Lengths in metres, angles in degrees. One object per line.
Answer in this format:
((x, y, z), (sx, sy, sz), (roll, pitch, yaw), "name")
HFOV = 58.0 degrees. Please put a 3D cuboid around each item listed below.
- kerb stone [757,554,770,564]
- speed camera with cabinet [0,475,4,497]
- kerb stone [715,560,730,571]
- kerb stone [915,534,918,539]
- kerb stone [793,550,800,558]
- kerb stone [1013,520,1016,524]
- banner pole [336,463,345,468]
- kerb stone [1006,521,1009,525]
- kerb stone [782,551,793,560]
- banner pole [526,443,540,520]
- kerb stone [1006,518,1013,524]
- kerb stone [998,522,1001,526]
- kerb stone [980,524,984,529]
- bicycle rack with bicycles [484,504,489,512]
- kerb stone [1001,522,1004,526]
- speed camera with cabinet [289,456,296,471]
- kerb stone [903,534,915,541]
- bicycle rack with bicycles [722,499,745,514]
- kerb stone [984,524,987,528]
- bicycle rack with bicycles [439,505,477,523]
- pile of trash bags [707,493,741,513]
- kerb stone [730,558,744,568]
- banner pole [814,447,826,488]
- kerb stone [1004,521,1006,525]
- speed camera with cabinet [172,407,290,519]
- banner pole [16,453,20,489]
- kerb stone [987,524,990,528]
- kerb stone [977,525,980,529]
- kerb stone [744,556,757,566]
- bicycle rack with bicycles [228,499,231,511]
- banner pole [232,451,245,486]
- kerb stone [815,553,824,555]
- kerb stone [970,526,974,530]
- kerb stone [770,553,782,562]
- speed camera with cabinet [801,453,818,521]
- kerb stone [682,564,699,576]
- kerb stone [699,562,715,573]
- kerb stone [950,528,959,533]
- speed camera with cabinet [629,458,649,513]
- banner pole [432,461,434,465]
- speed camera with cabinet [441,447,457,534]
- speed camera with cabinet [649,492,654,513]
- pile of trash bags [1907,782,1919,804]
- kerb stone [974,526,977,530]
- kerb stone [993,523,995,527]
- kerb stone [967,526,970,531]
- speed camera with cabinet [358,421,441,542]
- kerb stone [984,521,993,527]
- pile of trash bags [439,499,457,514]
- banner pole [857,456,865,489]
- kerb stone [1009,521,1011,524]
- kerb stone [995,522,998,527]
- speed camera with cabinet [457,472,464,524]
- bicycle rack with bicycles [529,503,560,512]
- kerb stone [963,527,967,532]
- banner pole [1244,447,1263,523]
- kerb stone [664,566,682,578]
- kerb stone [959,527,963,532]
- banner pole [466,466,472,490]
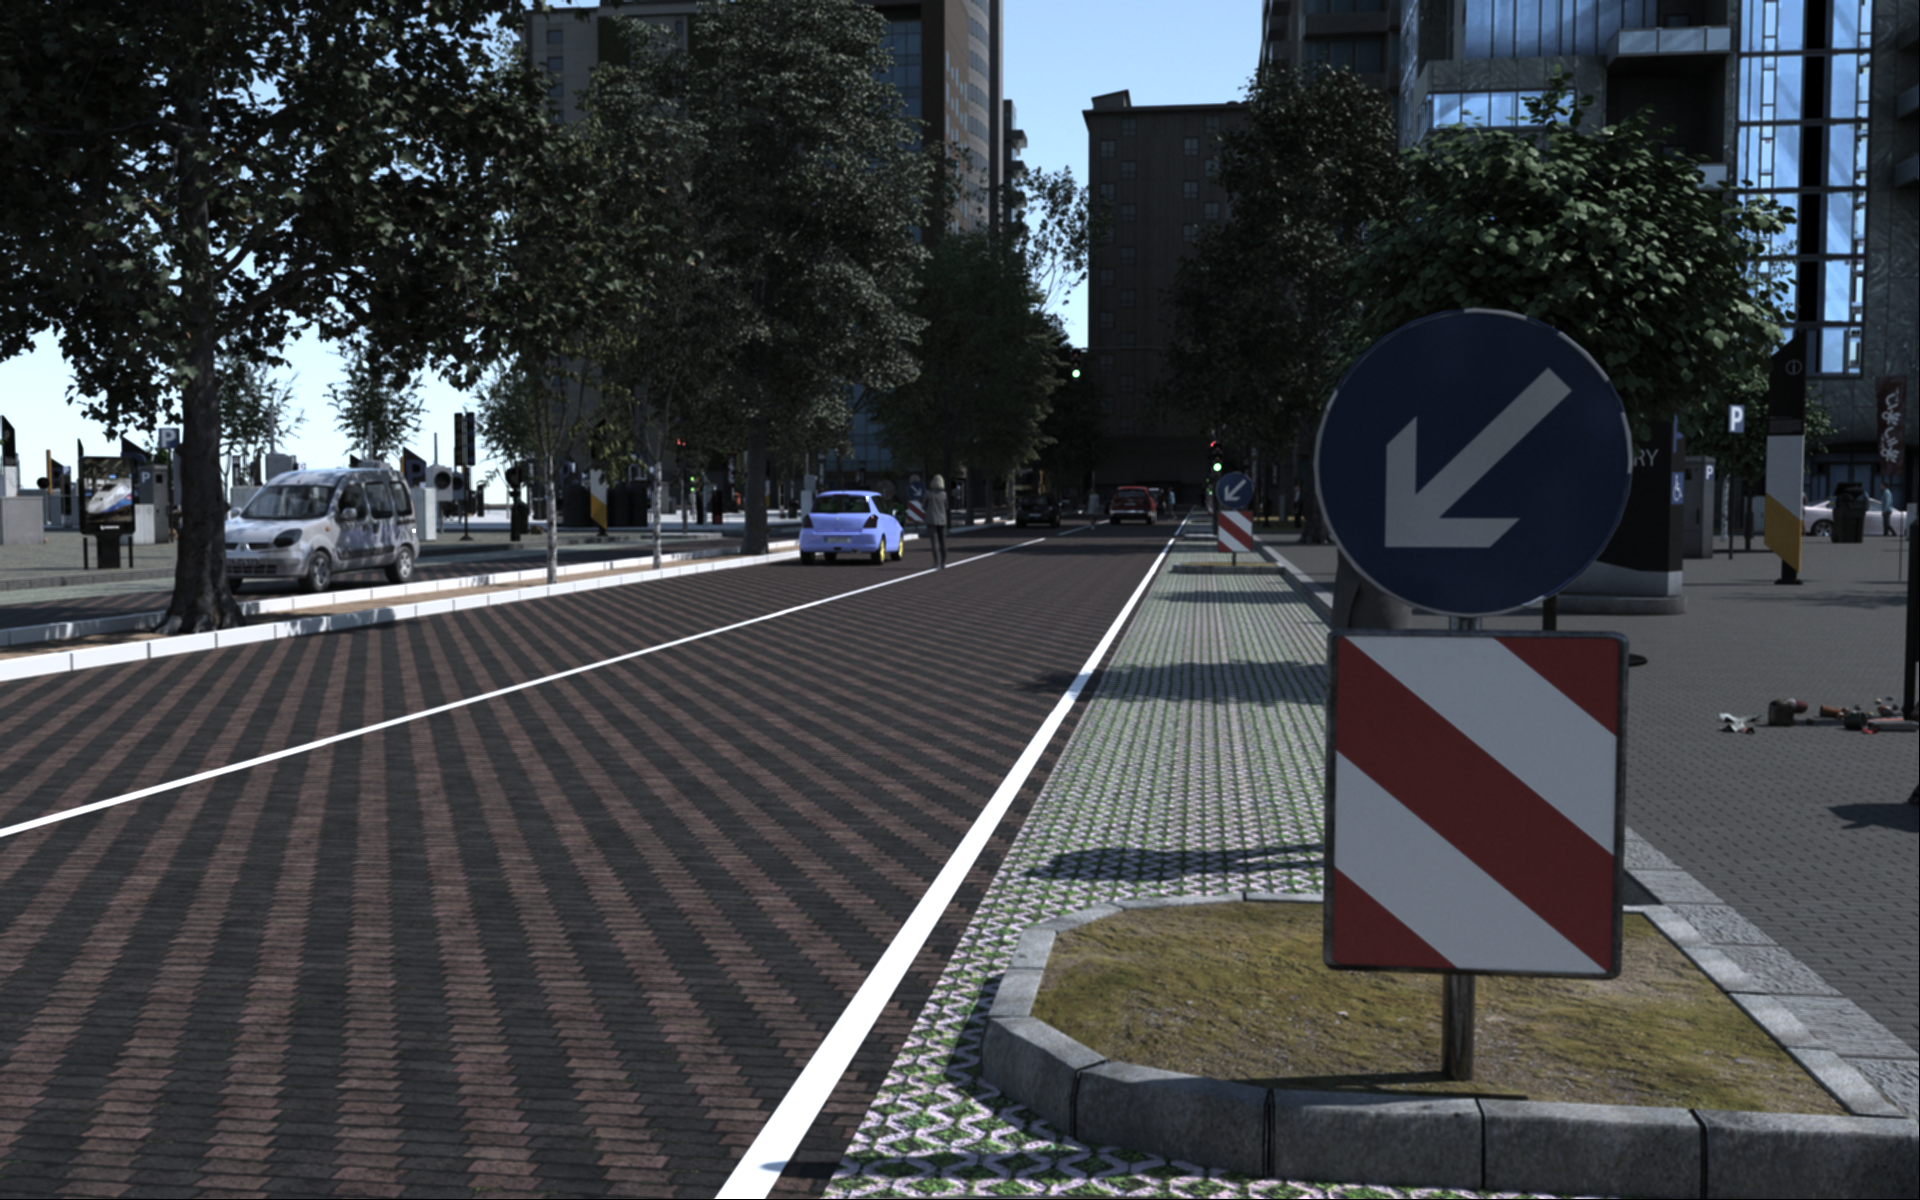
((-4.170, -0.828, 35.844), (0.120, 0.150, 1.000), (0, 4, 8), "kerb stone")
((-45.021, -5.409, 82.777), (0.660, 3.252, 2.038), (1, 4, 21), "speed camera with cabinet")
((-4.591, -0.644, 32.807), (0.120, 0.150, 1.000), (0, 4, 8), "kerb stone")
((-1.469, -2.013, 55.110), (0.120, 0.150, 1.000), (0, 4, 8), "kerb stone")
((-3.750, -1.018, 38.883), (0.120, 0.150, 1.000), (0, 4, 8), "kerb stone")
((2.444, -3.723, 83.071), (0.120, 0.150, 1.000), (0, 4, 8), "kerb stone")
((-50.238, -9.214, 140.659), (0.863, 3.779, 0.401), (-1, 4, -22), "banner pole")
((2.015, -3.537, 80.028), (0.120, 0.150, 1.000), (0, 4, 8), "kerb stone")
((-3.887, -0.955, 37.871), (0.120, 0.150, 1.000), (0, 4, 8), "kerb stone")
((-20.768, -5.779, 84.508), (0.863, 3.779, 0.401), (-2, 4, -29), "banner pole")
((2.302, -3.661, 82.058), (0.120, 0.150, 1.000), (0, 4, 8), "kerb stone")
((1.592, -3.351, 76.991), (0.120, 0.150, 1.000), (0, 4, 8), "kerb stone")
((0.738, -2.970, 70.903), (0.120, 0.150, 1.000), (0, 4, 8), "kerb stone")
((-34.085, -6.561, 120.653), (2.852, 0.926, 2.925), (-2, 4, -34), "bicycle rack with bicycles")
((1.731, -3.413, 78.004), (0.120, 0.150, 1.000), (0, 4, 8), "kerb stone")
((-15.307, -2.726, 38.904), (0.660, 3.252, 2.038), (-1, 4, -16), "speed camera with cabinet")
((-1.620, -1.950, 54.099), (0.120, 0.150, 1.000), (0, 4, 8), "kerb stone")
((-14.406, -6.181, 114.443), (2.925, 0.926, 2.852), (-1, 4, -20), "bicycle rack with bicycles")
((0.875, -3.035, 71.917), (0.120, 0.150, 1.000), (0, 4, 8), "kerb stone")
((-23.982, -4.008, 78.916), (2.925, 0.926, 2.852), (1, 4, 13), "bicycle rack with bicycles")
((-16.110, -6.715, 119.548), (1.912, 1.369, 3.447), (1, 4, 23), "pile of trash bags")
((-4.454, -0.711, 33.819), (0.120, 0.150, 1.000), (0, 4, 8), "kerb stone")
((-6.900, -5.794, 84.746), (0.863, 3.779, 0.401), (2, 4, 28), "banner pole")
((1.865, -3.475, 79.017), (0.120, 0.150, 1.000), (0, 4, 8), "kerb stone")
((-14.783, -2.491, 35.066), (2.038, 3.252, 0.660), (-1, 4, -14), "speed camera with cabinet")
((-60.891, -7.443, 111.714), (0.863, 3.779, 0.401), (2, 4, 23), "banner pole")
((1.029, -3.103, 72.934), (0.120, 0.150, 1.000), (0, 4, 8), "kerb stone")
((0.592, -2.916, 69.877), (0.120, 0.150, 1.000), (0, 4, 8), "kerb stone")
((-4.312, -0.773, 34.831), (0.120, 0.150, 1.000), (0, 4, 8), "kerb stone")
((-54.306, -7.100, 129.462), (2.852, 0.926, 2.925), (0, 4, 5), "bicycle rack with bicycles")
((-40.938, -6.632, 98.448), (0.863, 3.779, 0.401), (-3, 4, -36), "banner pole")
((-3.321, -1.202, 41.920), (0.120, 0.150, 1.000), (0, 4, 8), "kerb stone")
((0.308, -2.792, 67.853), (0.120, 0.150, 1.000), (0, 4, 8), "kerb stone")
((-4.025, -0.897, 36.858), (0.120, 0.150, 1.000), (0, 4, 8), "kerb stone")
((-7.184, -5.401, 82.639), (0.660, 3.252, 2.038), (0, 4, 2), "speed camera with cabinet")
((-4.884, -0.524, 30.767), (0.120, 0.150, 1.000), (0, 4, 8), "kerb stone")
((-4.738, -0.586, 31.778), (0.120, 0.150, 1.000), (0, 4, 8), "kerb stone")
((-0.258, -2.543, 63.778), (0.120, 0.150, 1.000), (0, 4, 8), "kerb stone")
((-18.275, -6.155, 94.973), (2.038, 3.252, 0.660), (-1, 4, -9), "speed camera with cabinet")
((-39.162, -8.534, 129.545), (0.401, 3.779, 0.863), (3, 5, 39), "banner pole")
((-17.157, -3.704, 54.903), (2.038, 3.252, 0.660), (-3, 5, -42), "speed camera with cabinet")
((-20.929, -7.491, 116.818), (0.660, 3.252, 2.038), (2, 4, 27), "speed camera with cabinet")
((4.833, 0.242, 5.788), (1.912, 1.369, 3.447), (0, 4, 2), "pile of trash bags")
((0.453, -2.854, 68.864), (0.120, 0.150, 1.000), (0, 4, 8), "kerb stone")
((1.304, -3.227, 74.963), (0.120, 0.150, 1.000), (0, 4, 8), "kerb stone")
((0.160, -2.730, 66.828), (0.120, 0.150, 1.000), (0, 4, 8), "kerb stone")
((-15.341, -3.234, 47.209), (2.038, 3.252, 0.660), (1, 4, 15), "speed camera with cabinet")
((1.161, -3.165, 73.948), (0.120, 0.150, 1.000), (0, 4, 8), "kerb stone")
((-31.949, -5.759, 103.909), (1.912, 1.369, 3.447), (1, 4, 22), "pile of trash bags")
((-6.570, -7.615, 114.521), (0.863, 3.779, 0.401), (-3, 5, -43), "banner pole")
((2.161, -3.595, 81.044), (0.120, 0.150, 1.000), (0, 4, 8), "kerb stone")
((1.447, -3.288, 75.975), (0.120, 0.150, 1.000), (0, 4, 8), "kerb stone")
((-21.864, -4.793, 72.695), (2.038, 3.252, 0.660), (-1, 4, -21), "speed camera with cabinet")
((-29.386, -6.848, 125.351), (2.925, 0.926, 2.852), (1, 4, 12), "bicycle rack with bicycles")
((0.032, -2.665, 65.811), (0.120, 0.150, 1.000), (0, 4, 8), "kerb stone")
((13.289, -5.368, 77.776), (0.401, 3.779, 0.863), (-2, 4, -24), "banner pole")
((-5.027, -0.462, 29.750), (0.120, 0.150, 1.000), (0, 4, 8), "kerb stone")
((-0.123, -2.605, 64.793), (0.120, 0.150, 1.000), (0, 4, 8), "kerb stone")
((-39.802, -9.210, 140.597), (0.401, 3.779, 0.863), (1, 4, 20), "banner pole")
